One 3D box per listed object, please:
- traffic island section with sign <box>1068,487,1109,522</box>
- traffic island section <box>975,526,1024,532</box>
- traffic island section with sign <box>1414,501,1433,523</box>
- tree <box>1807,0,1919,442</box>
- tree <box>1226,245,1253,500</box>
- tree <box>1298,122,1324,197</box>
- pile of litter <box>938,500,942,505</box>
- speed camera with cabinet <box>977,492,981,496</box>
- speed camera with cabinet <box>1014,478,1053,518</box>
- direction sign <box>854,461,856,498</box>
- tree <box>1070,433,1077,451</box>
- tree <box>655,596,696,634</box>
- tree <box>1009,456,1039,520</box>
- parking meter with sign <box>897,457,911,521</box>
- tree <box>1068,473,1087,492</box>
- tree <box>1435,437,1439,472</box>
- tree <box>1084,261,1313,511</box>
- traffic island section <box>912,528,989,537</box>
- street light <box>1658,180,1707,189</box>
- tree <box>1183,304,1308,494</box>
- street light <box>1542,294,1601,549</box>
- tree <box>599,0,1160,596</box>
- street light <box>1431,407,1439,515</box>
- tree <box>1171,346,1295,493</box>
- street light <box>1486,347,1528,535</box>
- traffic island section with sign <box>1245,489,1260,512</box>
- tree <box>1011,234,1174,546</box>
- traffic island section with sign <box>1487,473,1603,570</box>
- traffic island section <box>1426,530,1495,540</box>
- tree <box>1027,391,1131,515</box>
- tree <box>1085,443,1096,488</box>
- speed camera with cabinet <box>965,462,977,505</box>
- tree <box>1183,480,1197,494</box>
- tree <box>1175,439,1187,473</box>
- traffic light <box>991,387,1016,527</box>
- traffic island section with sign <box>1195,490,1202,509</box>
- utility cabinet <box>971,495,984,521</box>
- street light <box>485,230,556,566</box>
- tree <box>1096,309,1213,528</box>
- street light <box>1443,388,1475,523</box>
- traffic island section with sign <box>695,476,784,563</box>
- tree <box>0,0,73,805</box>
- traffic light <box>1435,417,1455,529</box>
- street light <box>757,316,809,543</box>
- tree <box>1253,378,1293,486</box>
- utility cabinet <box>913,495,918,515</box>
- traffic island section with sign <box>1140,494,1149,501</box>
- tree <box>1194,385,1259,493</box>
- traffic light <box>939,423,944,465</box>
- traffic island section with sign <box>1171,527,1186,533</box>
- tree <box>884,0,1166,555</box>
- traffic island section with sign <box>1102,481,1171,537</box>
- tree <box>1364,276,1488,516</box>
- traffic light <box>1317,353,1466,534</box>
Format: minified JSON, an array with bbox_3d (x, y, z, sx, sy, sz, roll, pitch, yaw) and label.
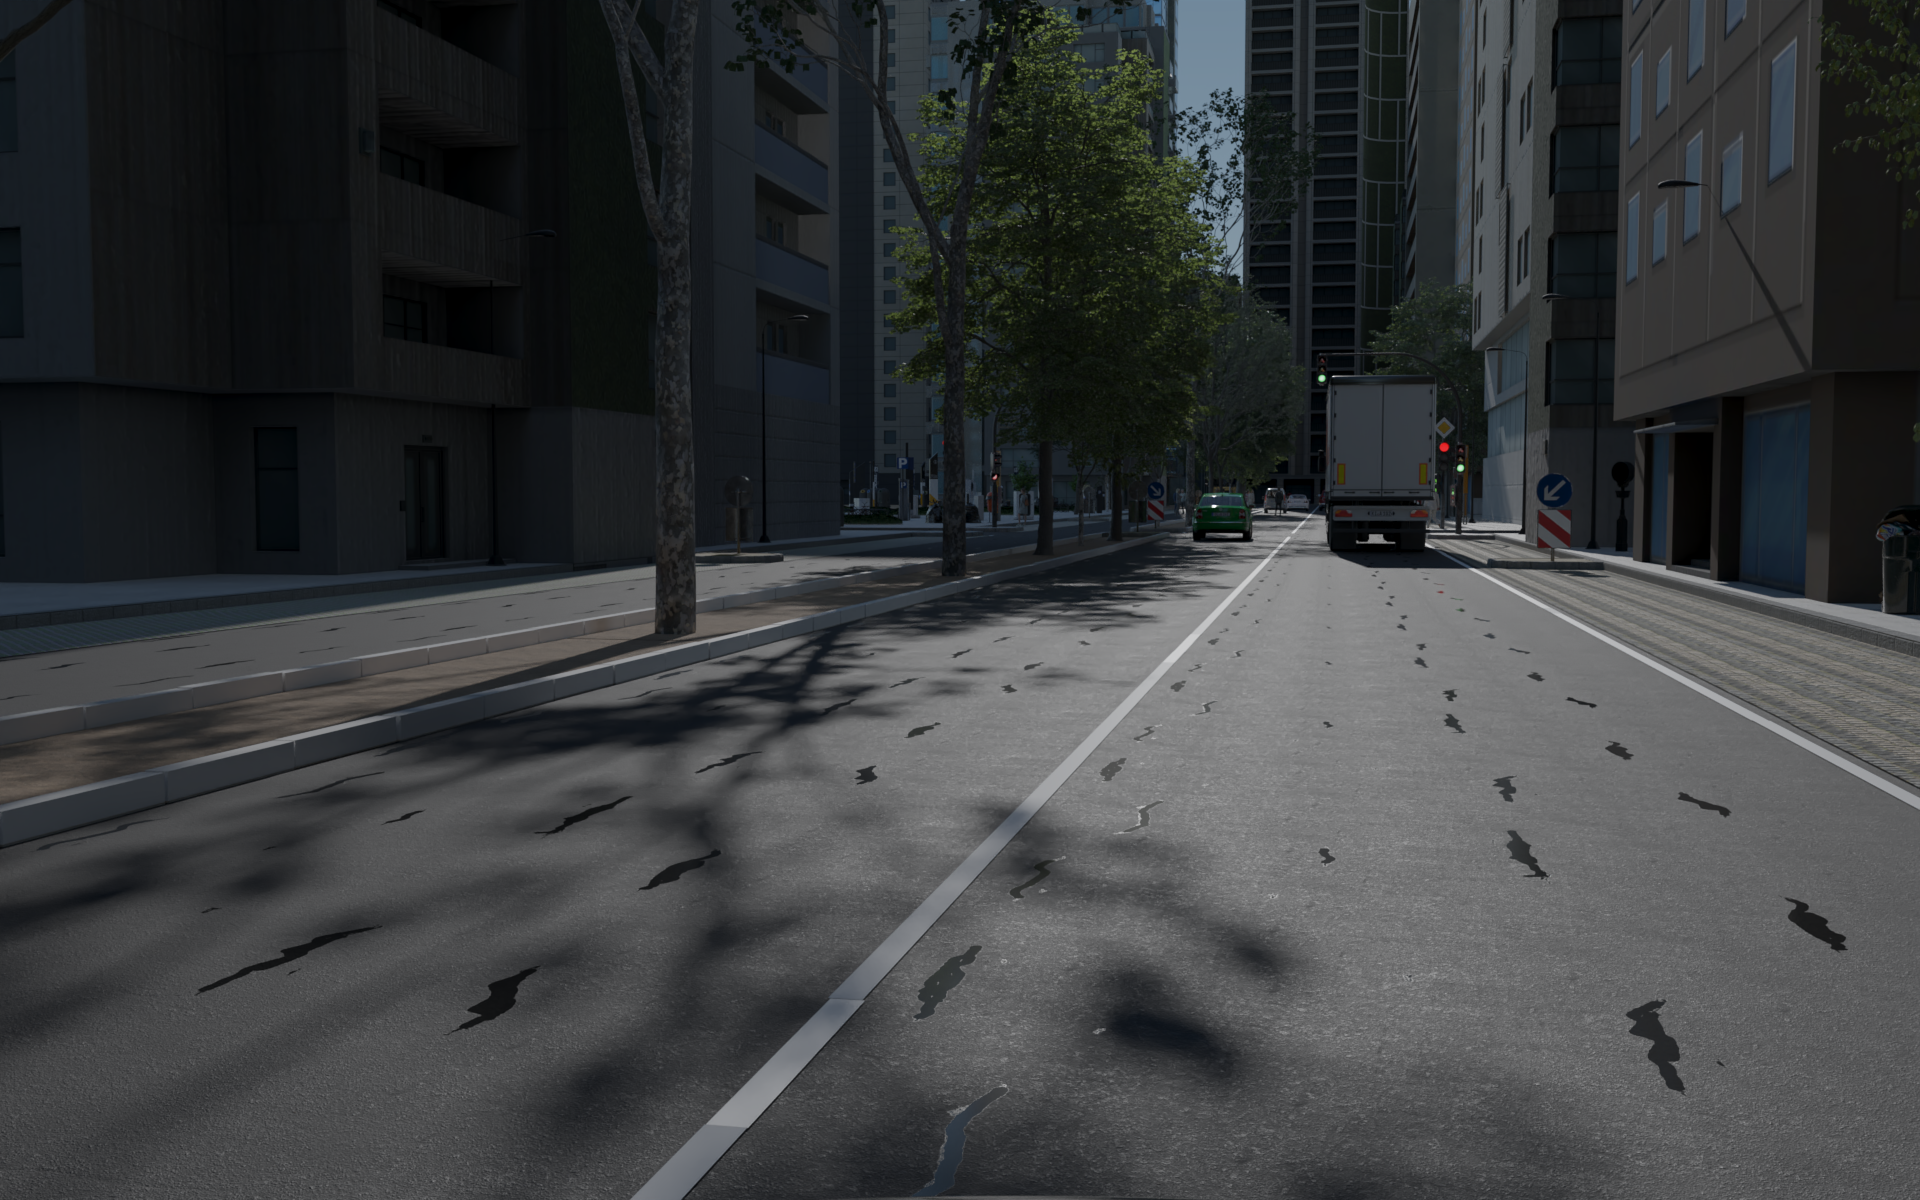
[{"bbox_3d":[6.789,-5.021,90.722,1.989,1.847,2.006,1,4,12],"label":"traffic island section with sign"},{"bbox_3d":[1.311,-2.718,66.721,2.009,0.180,2.903,1,4,12],"label":"traffic island section"},{"bbox_3d":[22.851,-4.826,87.535,1.989,1.847,2.006,1,4,12],"label":"traffic island section with sign"},{"bbox_3d":[9.763,-3.927,14.563,4.737,8.622,4.395,0,3,0],"label":"tree"},{"bbox_3d":[4.713,-8.077,52.635,7.486,12.596,7.792,0,3,0],"label":"tree"},{"bbox_3d":[9.055,-13.330,76.292,12.611,20.169,13.585,0,3,0],"label":"tree"},{"bbox_3d":[-1.863,-7.686,139.627,1.176,0.858,1.719,-3,5,-42],"label":"pile of litter"},{"bbox_3d":[1.155,-9.037,142.089,0.660,3.252,2.038,1,4,20],"label":"speed camera with cabinet"},{"bbox_3d":[3.931,-6.024,92.832,2.038,3.252,0.660,-1,4,-15],"label":"speed camera with cabinet"},{"bbox_3d":[-7.327,-7.857,120.459,0.379,3.537,0.876,-1,4,-10],"label":"direction sign"},{"bbox_3d":[12.600,-13.583,132.452,12.009,13.543,11.850,0,3,0],"label":"tree"},{"bbox_3d":[-3.925,-9.779,18.234,12.611,20.169,13.585,0,3,0],"label":"tree"},{"bbox_3d":[3.107,-5.649,86.967,1.663,3.219,1.824,0,3,0],"label":"tree"},{"bbox_3d":[-2.658,-5.311,83.098,0.543,3.016,1.738,0,4,4],"label":"parking meter with sign"},{"bbox_3d":[9.698,-8.928,140.574,1.663,3.219,1.824,0,3,0],"label":"tree"},{"bbox_3d":[35.209,-11.063,131.242,4.360,8.622,3.978,0,3,0],"label":"tree"},{"bbox_3d":[13.029,-10.803,89.460,12.009,13.543,11.850,0,3,0],"label":"tree"},{"bbox_3d":[-0.359,-2.240,58.912,2.009,0.180,2.903,1,4,12],"label":"traffic island section"},{"bbox_3d":[11.016,-3.250,25.674,1.470,5.913,1.316,1,4,12],"label":"street light"},{"bbox_3d":[18.683,-12.635,115.691,9.857,13.997,8.962,0,3,0],"label":"tree"},{"bbox_3d":[14.213,-4.142,40.271,1.470,5.913,1.316,1,4,12],"label":"street light"},{"bbox_3d":[-1.115,-10.536,30.608,12.611,20.169,13.585,0,3,0],"label":"tree"},{"bbox_3d":[25.151,-7.258,91.207,1.470,5.913,1.316,1,4,12],"label":"street light"},{"bbox_3d":[15.523,-10.100,102.003,8.767,10.594,7.601,1,4,12],"label":"tree"},{"bbox_3d":[17.348,-5.036,54.880,1.470,5.913,1.316,1,4,12],"label":"street light"},{"bbox_3d":[23.124,-7.977,138.554,2.006,1.907,1.989,1,4,12],"label":"traffic island section with sign"},{"bbox_3d":[3.286,-5.743,46.720,4.737,8.622,4.395,0,3,0],"label":"tree"},{"bbox_3d":[11.312,-1.527,33.595,1.989,1.847,2.006,1,4,12],"label":"traffic island section with sign"},{"bbox_3d":[15.964,-2.027,55.429,2.009,0.180,2.903,1,4,12],"label":"traffic island section"},{"bbox_3d":[7.568,-10.591,107.582,7.601,10.594,8.767,1,4,9],"label":"tree"},{"bbox_3d":[10.339,-10.615,123.911,4.360,8.622,3.978,0,3,0],"label":"tree"},{"bbox_3d":[0.324,-6.741,104.551,0.660,3.252,2.038,1,4,12],"label":"speed camera with cabinet"},{"bbox_3d":[25.437,-12.156,193.350,1.663,3.219,1.824,0,3,0],"label":"tree"},{"bbox_3d":[25.077,-14.503,187.485,4.737,8.622,4.395,0,3,0],"label":"tree"},{"bbox_3d":[3.412,-5.597,66.175,4.771,5.953,1.251,1,4,12],"label":"traffic light"},{"bbox_3d":[22.921,-9.636,166.170,1.989,1.847,2.006,1,4,12],"label":"traffic island section with sign"},{"bbox_3d":[0.909,-4.459,84.068,0.306,1.237,1.020,-1,4,-11],"label":"utility cabinet"},{"bbox_3d":[-7.777,-3.557,30.701,1.470,5.913,1.316,1,4,12],"label":"street light"},{"bbox_3d":[7.581,-6.924,66.022,4.360,8.622,3.978,0,3,0],"label":"tree"},{"bbox_3d":[21.998,-6.337,76.154,1.470,5.913,1.316,1,4,12],"label":"street light"},{"bbox_3d":[-4.809,-1.705,36.505,1.989,1.847,2.006,1,4,12],"label":"traffic island section with sign"},{"bbox_3d":[-4.732,-4.823,7.063,9.928,11.665,9.643,0,3,0],"label":"tree"},{"bbox_3d":[17.597,-4.539,63.133,0.839,4.253,0.868,1,4,12],"label":"traffic light"},{"bbox_3d":[-4.620,-4.450,45.306,1.470,5.913,1.316,1,4,12],"label":"street light"},{"bbox_3d":[20.283,-12.462,124.345,7.486,12.596,7.792,0,3,0],"label":"tree"},{"bbox_3d":[-2.848,-5.149,95.355,1.020,1.237,0.306,1,4,18],"label":"utility cabinet"},{"bbox_3d":[12.574,-6.675,117.768,1.989,1.847,2.006,1,4,12],"label":"traffic island section with sign"},{"bbox_3d":[16.962,-9.501,108.154,4.737,8.622,4.395,0,3,0],"label":"tree"},{"bbox_3d":[-0.322,-4.272,58.769,0.839,4.253,0.868,1,4,12],"label":"traffic light"},{"bbox_3d":[7.420,-3.482,65.069,2.006,1.907,1.989,1,4,12],"label":"traffic island section with sign"},{"bbox_3d":[1.969,-7.337,40.541,7.486,12.596,7.792,0,3,0],"label":"tree"},{"bbox_3d":[5.862,-3.039,57.827,2.006,1.907,1.989,1,4,12],"label":"traffic island section with sign"},{"bbox_3d":[28.066,-11.772,99.121,9.857,13.997,8.962,0,3,0],"label":"tree"},{"bbox_3d":[13.863,-4.951,55.620,4.771,5.953,1.251,1,4,12],"label":"traffic light"}]
